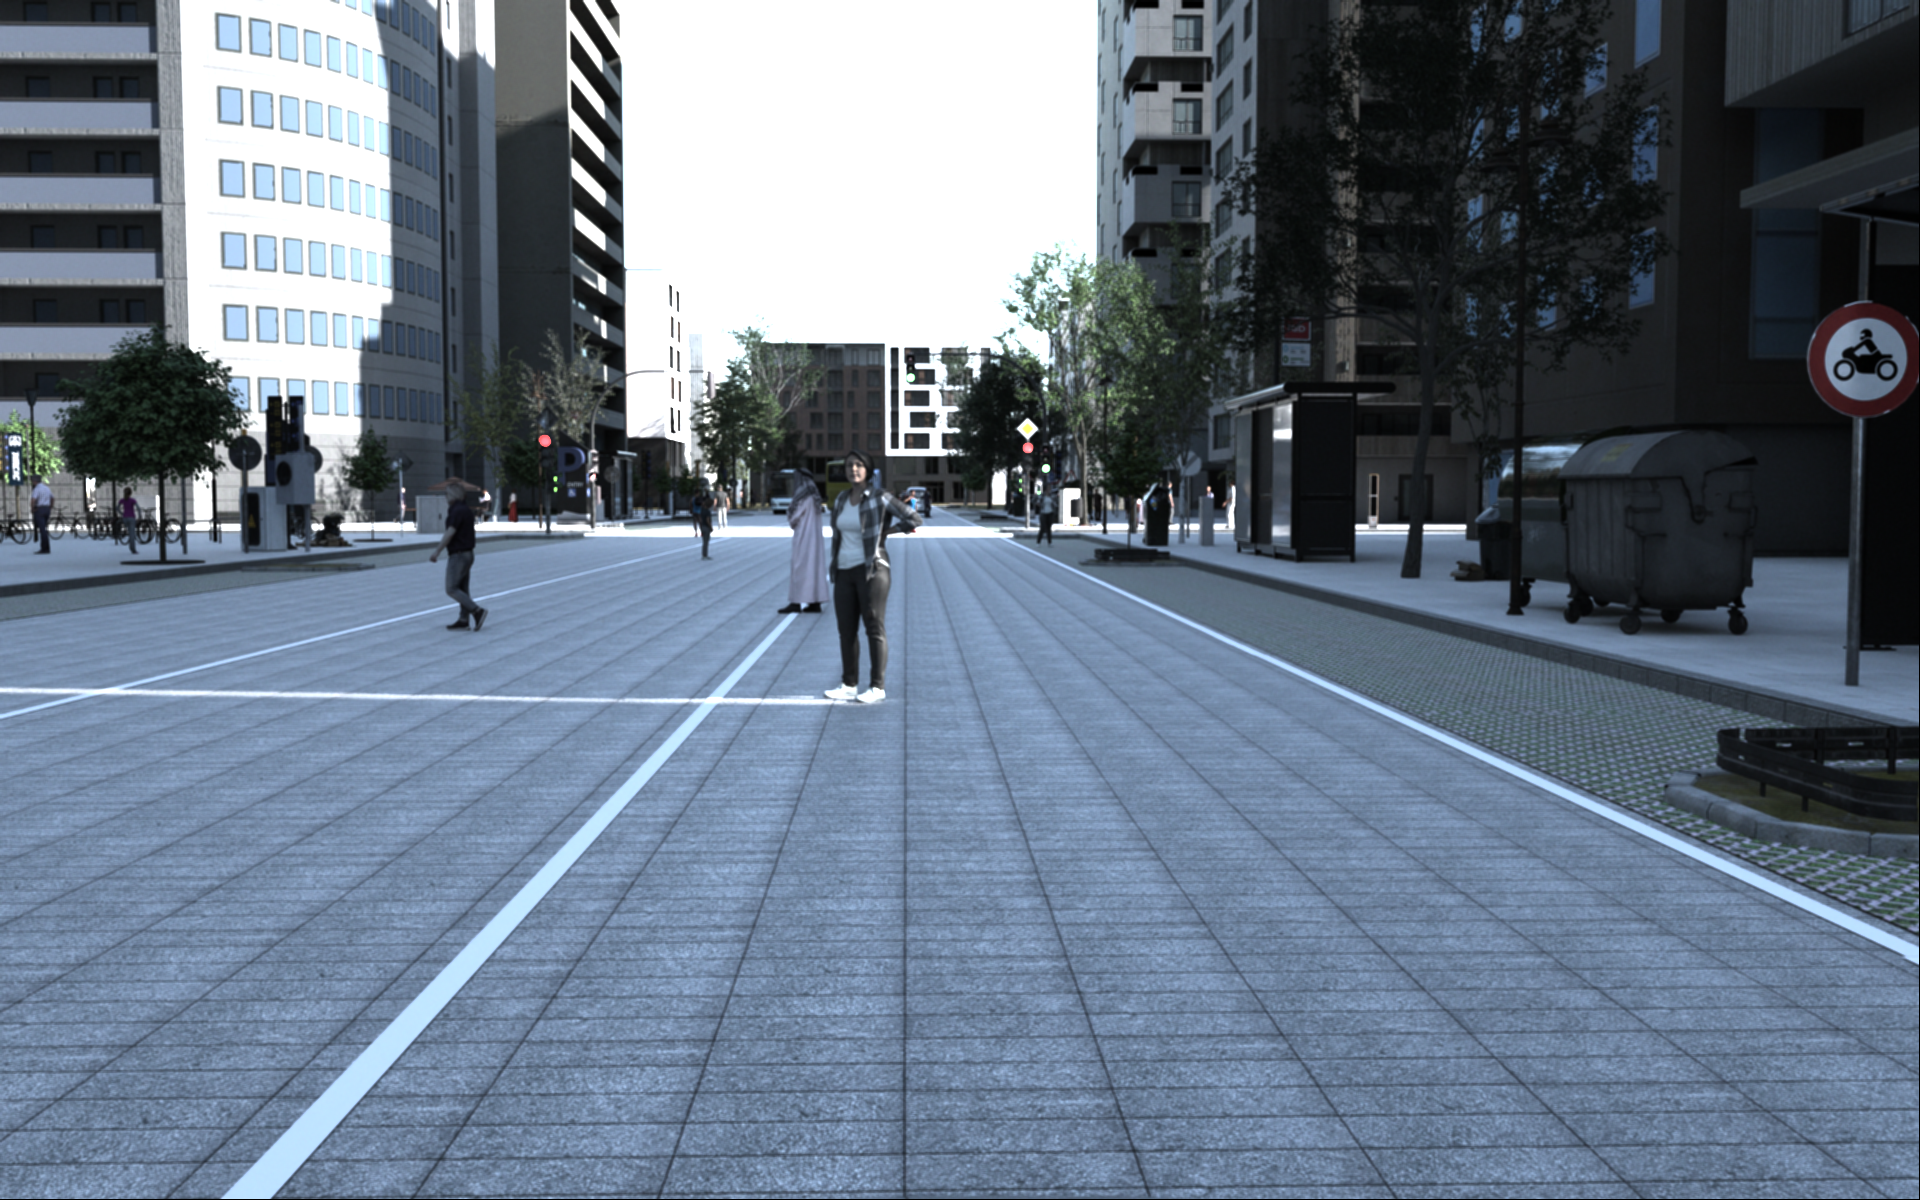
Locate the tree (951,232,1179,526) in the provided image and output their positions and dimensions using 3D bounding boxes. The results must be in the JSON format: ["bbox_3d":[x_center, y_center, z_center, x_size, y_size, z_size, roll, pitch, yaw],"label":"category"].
[{"bbox_3d":[4.847,-8.830,70.122,9.928,11.665,9.643,0,3,0],"label":"tree"}]

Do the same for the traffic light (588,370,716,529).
[{"bbox_3d":[-11.371,-5.441,63.627,4.771,5.953,1.251,0,4,-2],"label":"traffic light"}]

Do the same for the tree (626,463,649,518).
[{"bbox_3d":[-17.716,-5.984,92.447,1.663,3.219,1.824,0,3,0],"label":"tree"}]

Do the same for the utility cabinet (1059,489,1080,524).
[{"bbox_3d":[4.671,-3.964,73.490,0.318,1.500,1.173,3,5,43],"label":"utility cabinet"}]

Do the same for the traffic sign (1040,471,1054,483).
[{"bbox_3d":[4.483,-5.453,89.259,0.768,2.556,0.104,0,4,5],"label":"traffic sign"}]

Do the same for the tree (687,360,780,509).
[{"bbox_3d":[-19.026,-13.926,145.811,7.486,12.596,7.792,0,3,0],"label":"tree"}]

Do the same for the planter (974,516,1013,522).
[{"bbox_3d":[1.721,-4.195,89.736,1.991,0.319,1.994,0,4,-2],"label":"planter"}]

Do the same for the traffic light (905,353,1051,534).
[{"bbox_3d":[0.632,-4.965,55.848,4.771,5.953,1.251,0,4,-2],"label":"traffic light"}]

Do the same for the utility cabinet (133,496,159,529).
[{"bbox_3d":[-30.109,-3.244,64.208,1.020,1.237,0.306,1,4,13],"label":"utility cabinet"}]

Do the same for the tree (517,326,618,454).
[{"bbox_3d":[-16.960,-7.632,75.146,4.360,8.622,3.978,0,3,0],"label":"tree"}]

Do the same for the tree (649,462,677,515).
[{"bbox_3d":[-17.834,-6.738,104.765,1.663,3.219,1.824,0,3,0],"label":"tree"}]

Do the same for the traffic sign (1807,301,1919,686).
[{"bbox_3d":[5.978,-0.699,11.531,0.768,2.556,0.104,0,4,0],"label":"traffic sign"}]

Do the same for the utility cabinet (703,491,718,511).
[{"bbox_3d":[-18.362,-7.286,127.809,1.173,1.500,0.318,-3,5,-42],"label":"utility cabinet"}]

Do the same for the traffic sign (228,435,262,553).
[{"bbox_3d":[-15.502,-2.291,37.558,0.768,2.556,0.104,0,4,7],"label":"traffic sign"}]

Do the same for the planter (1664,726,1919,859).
[{"bbox_3d":[4.255,0.826,7.636,1.991,0.319,1.994,0,4,-2],"label":"planter"}]

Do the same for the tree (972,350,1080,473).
[{"bbox_3d":[4.213,-10.823,111.376,7.601,10.594,8.767,2,4,30],"label":"tree"}]

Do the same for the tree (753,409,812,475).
[{"bbox_3d":[-19.722,-15.644,190.186,7.601,10.594,8.767,-1,4,-10],"label":"tree"}]

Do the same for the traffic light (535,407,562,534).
[{"bbox_3d":[-13.213,-4.075,55.546,0.839,4.253,0.868,0,4,-2],"label":"traffic light"}]

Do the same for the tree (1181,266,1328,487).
[{"bbox_3d":[9.546,-6.308,53.495,4.360,8.622,3.978,0,3,0],"label":"tree"}]

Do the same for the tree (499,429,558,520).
[{"bbox_3d":[-21.557,-6.344,87.431,4.285,4.588,4.351,0,3,0],"label":"tree"}]

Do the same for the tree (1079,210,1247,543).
[{"bbox_3d":[5.616,-5.787,44.984,4.737,8.622,4.395,0,3,0],"label":"tree"}]

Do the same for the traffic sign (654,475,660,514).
[{"bbox_3d":[-19.461,-6.834,111.845,0.768,2.556,0.104,0,4,7],"label":"traffic sign"}]

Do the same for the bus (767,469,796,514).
[{"bbox_3d":[-12.240,-8.040,126.308,2.948,3.499,13.247,0,4,-3],"label":"bus"}]

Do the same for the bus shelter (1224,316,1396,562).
[{"bbox_3d":[6.948,-3.607,36.603,2.179,5.291,8.768,0,4,-2],"label":"bus shelter"}]

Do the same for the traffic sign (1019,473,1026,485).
[{"bbox_3d":[3.794,-6.372,104.296,0.768,2.556,0.104,0,4,1],"label":"traffic sign"}]

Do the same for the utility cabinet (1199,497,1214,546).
[{"bbox_3d":[6.138,-1.954,43.105,0.306,1.237,1.020,0,4,3],"label":"utility cabinet"}]

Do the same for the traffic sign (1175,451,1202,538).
[{"bbox_3d":[6.688,-3.097,50.737,0.768,2.556,0.104,0,4,4],"label":"traffic sign"}]

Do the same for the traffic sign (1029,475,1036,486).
[{"bbox_3d":[4.725,-7.165,117.145,0.884,2.594,0.081,0,4,7],"label":"traffic sign"}]

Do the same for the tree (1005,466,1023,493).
[{"bbox_3d":[3.836,-7.661,119.864,1.663,3.219,1.824,0,3,0],"label":"tree"}]

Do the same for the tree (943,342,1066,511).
[{"bbox_3d":[3.678,-13.047,130.327,9.611,12.733,9.660,0,3,0],"label":"tree"}]

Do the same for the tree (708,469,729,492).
[{"bbox_3d":[-18.670,-8.574,134.793,1.663,3.219,1.824,0,3,0],"label":"tree"}]

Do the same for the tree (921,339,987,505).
[{"bbox_3d":[1.492,-21.580,208.716,12.611,20.169,13.585,0,3,0],"label":"tree"}]

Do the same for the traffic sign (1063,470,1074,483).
[{"bbox_3d":[5.843,-5.574,91.146,0.884,2.594,0.081,0,4,1],"label":"traffic sign"}]

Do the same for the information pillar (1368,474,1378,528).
[{"bbox_3d":[15.410,-3.677,64.617,0.304,2.012,0.304,0,4,2],"label":"information pillar"}]

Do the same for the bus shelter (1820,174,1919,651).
[{"bbox_3d":[7.948,-1.216,11.157,1.731,3.624,6.357,0,4,-2],"label":"bus shelter"}]

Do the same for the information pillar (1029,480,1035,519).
[{"bbox_3d":[3.730,-5.200,89.515,0.304,2.012,0.304,1,4,10],"label":"information pillar"}]

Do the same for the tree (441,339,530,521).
[{"bbox_3d":[-22.063,-8.030,81.660,4.737,8.622,4.395,0,3,0],"label":"tree"}]

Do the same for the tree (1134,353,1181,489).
[{"bbox_3d":[9.852,-7.828,78.350,4.360,8.622,3.978,0,3,0],"label":"tree"}]

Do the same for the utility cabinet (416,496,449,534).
[{"bbox_3d":[-17.074,-2.748,56.090,0.306,1.237,1.020,3,5,45],"label":"utility cabinet"}]

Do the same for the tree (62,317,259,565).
[{"bbox_3d":[-14.695,-2.952,31.983,4.285,4.588,4.351,0,3,0],"label":"tree"}]

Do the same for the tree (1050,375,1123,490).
[{"bbox_3d":[7.472,-9.254,101.671,4.360,8.622,3.978,0,3,0],"label":"tree"}]

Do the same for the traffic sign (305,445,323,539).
[{"bbox_3d":[-17.082,-2.770,45.396,0.768,2.556,0.104,0,4,2],"label":"traffic sign"}]

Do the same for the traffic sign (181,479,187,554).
[{"bbox_3d":[-16.558,-2.252,36.931,0.768,2.556,0.104,0,4,5],"label":"traffic sign"}]

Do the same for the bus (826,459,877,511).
[{"bbox_3d":[-7.528,-7.855,119.972,2.896,3.916,12.252,0,4,0],"label":"bus"}]

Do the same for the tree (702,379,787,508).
[{"bbox_3d":[-19.337,-14.042,155.338,9.928,11.665,9.643,0,3,0],"label":"tree"}]

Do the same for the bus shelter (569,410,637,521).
[{"bbox_3d":[-17.617,-6.569,85.034,2.179,5.291,8.768,0,4,-2],"label":"bus shelter"}]

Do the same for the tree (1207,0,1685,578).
[{"bbox_3d":[7.200,-5.605,26.050,7.601,10.594,8.767,2,4,29],"label":"tree"}]

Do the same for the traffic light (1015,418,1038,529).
[{"bbox_3d":[2.474,-4.594,64.035,0.839,4.253,0.868,0,4,-2],"label":"traffic light"}]

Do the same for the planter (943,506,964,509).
[{"bbox_3d":[-0.652,-8.892,166.515,1.991,0.319,1.994,0,4,-2],"label":"planter"}]

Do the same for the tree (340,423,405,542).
[{"bbox_3d":[-15.831,-3.203,46.963,1.663,3.219,1.824,0,3,0],"label":"tree"}]

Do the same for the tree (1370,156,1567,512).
[{"bbox_3d":[10.980,-5.280,36.683,4.360,8.622,3.978,0,3,0],"label":"tree"}]

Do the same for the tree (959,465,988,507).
[{"bbox_3d":[1.532,-11.844,177.361,4.285,4.588,4.351,0,3,0],"label":"tree"}]

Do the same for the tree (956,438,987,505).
[{"bbox_3d":[1.534,-15.235,199.454,4.737,8.622,4.395,0,3,0],"label":"tree"}]

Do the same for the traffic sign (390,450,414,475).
[{"bbox_3d":[-16.586,-3.159,51.383,0.795,2.593,0.064,0,4,3],"label":"traffic sign"}]

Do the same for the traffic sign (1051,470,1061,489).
[{"bbox_3d":[5.029,-5.659,92.632,0.768,2.556,0.104,0,4,7],"label":"traffic sign"}]

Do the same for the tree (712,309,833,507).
[{"bbox_3d":[-19.174,-19.511,174.887,12.611,20.169,13.585,0,3,0],"label":"tree"}]
